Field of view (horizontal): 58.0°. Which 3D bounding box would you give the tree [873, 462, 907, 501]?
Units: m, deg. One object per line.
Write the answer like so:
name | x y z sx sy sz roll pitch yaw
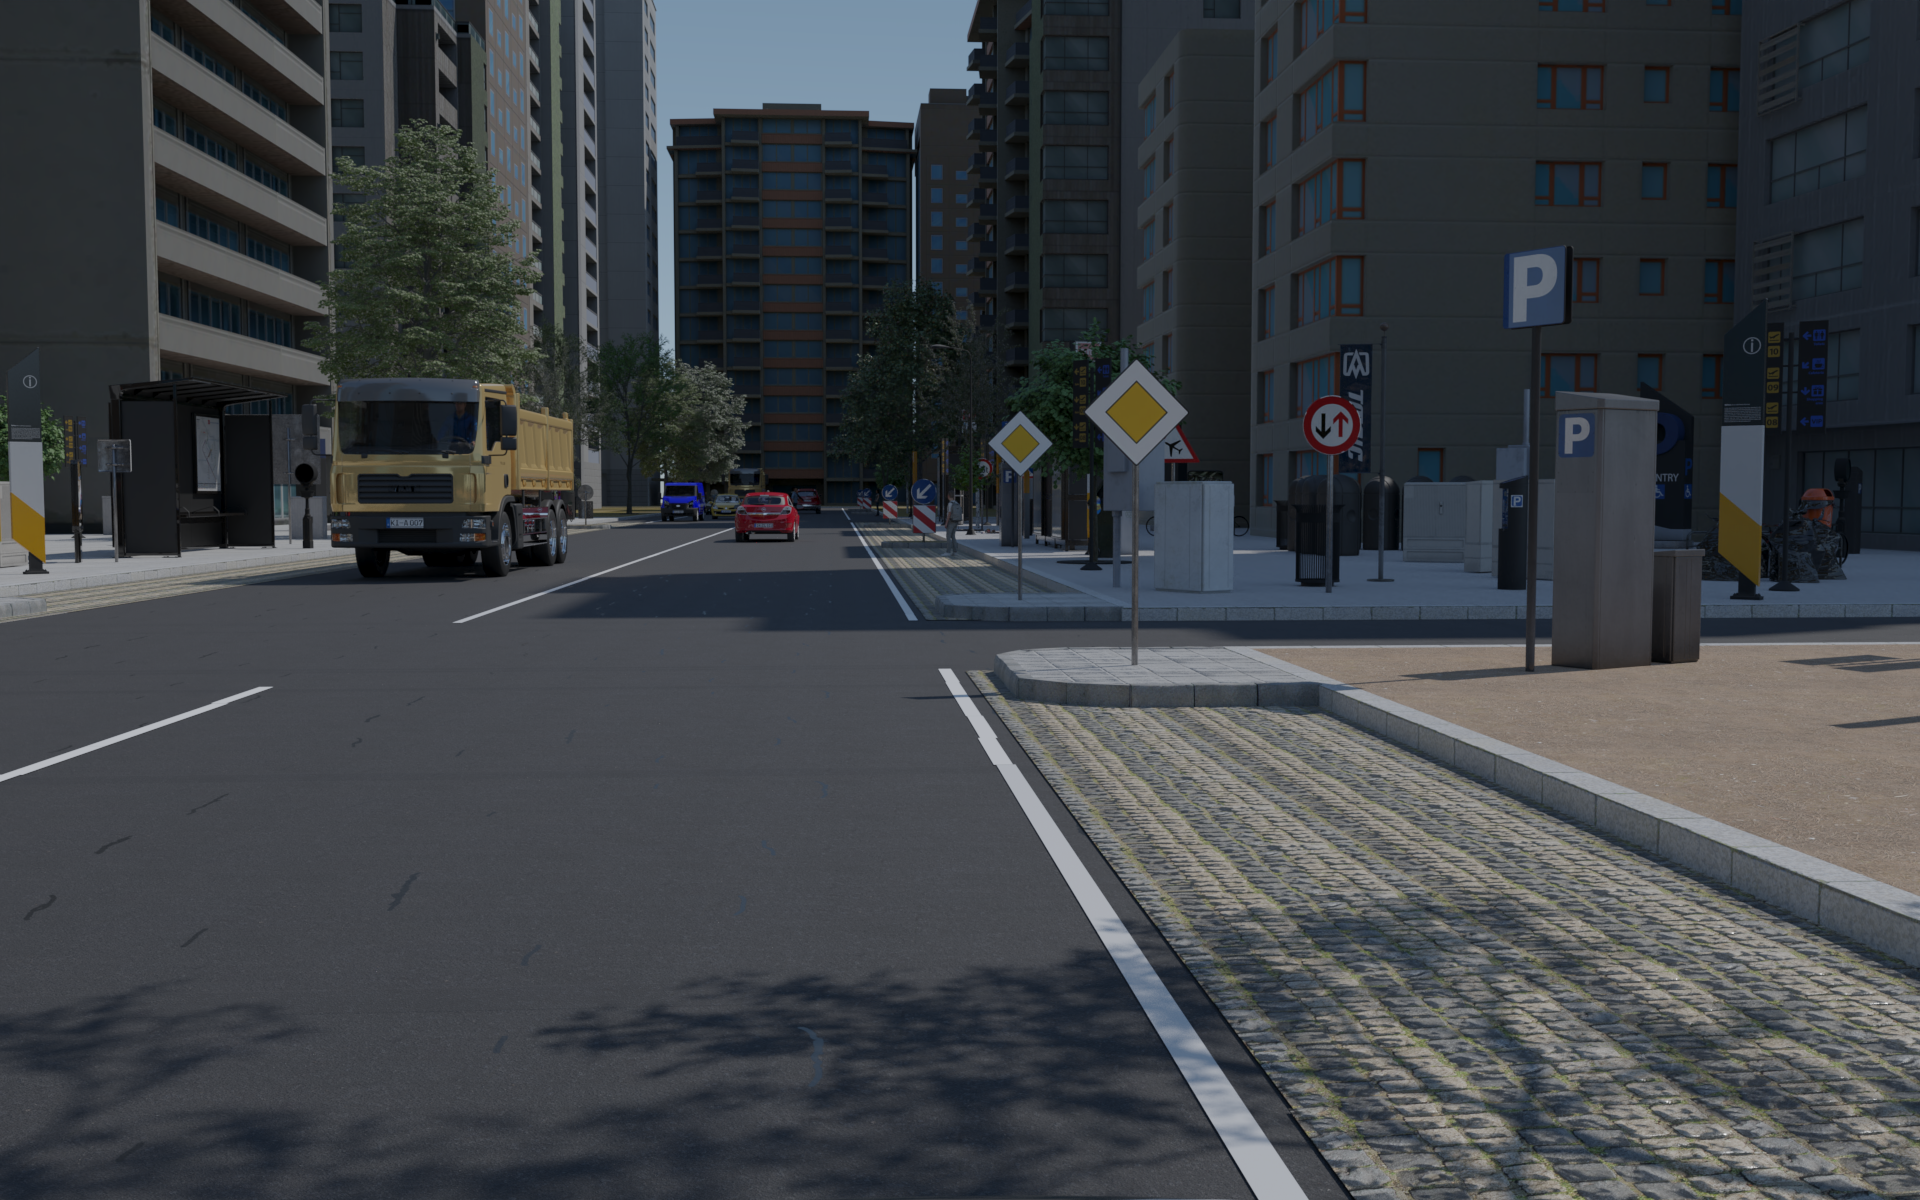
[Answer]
tree | -6.268 -10.526 155.806 4.285 4.588 4.351 0 3 0

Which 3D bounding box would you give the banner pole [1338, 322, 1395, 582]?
banner pole | 5.963 -2.165 25.414 0.863 3.779 0.401 1 4 12

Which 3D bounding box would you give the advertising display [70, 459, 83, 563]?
advertising display | -16.555 -1.668 32.481 0.123 1.923 0.974 -1 4 -23

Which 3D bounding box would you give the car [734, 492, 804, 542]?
car | -5.904 -2.703 53.228 2.155 1.783 4.494 0 4 -3

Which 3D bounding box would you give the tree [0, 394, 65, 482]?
tree | -28.864 -4.225 52.788 4.285 4.588 4.351 0 3 0

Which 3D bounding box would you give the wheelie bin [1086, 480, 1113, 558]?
wheelie bin | 2.929 -1.657 34.995 0.693 1.594 0.980 1 4 9

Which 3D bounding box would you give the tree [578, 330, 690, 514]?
tree | -20.851 -11.230 109.372 9.928 11.665 9.643 0 3 0

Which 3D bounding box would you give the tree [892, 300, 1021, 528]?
tree | 0.516 -6.993 64.694 4.360 8.622 3.978 0 3 0

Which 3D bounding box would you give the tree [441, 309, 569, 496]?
tree | -17.991 -7.088 66.253 4.360 8.622 3.978 0 3 0

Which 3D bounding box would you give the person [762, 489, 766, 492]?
person | -10.883 -5.327 96.527 0.756 1.711 0.436 -1 4 -12

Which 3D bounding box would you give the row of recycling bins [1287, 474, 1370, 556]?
row of recycling bins | 7.795 -1.854 37.419 1.069 1.692 3.534 0 4 -2

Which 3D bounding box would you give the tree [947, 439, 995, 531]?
tree | 0.443 -4.026 60.430 1.663 3.219 1.824 0 3 0

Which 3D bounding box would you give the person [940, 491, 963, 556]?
person | -0.200 -1.763 39.923 0.523 1.515 0.503 0 4 -2

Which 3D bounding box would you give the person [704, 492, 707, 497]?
person | -21.564 -8.290 144.846 0.742 1.727 0.445 -3 4 -37

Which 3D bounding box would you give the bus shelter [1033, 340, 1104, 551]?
bus shelter | 2.838 -3.996 42.971 2.179 5.291 8.768 0 4 -4

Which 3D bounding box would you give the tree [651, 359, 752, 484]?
tree | -24.841 -15.734 163.903 9.857 13.997 8.962 0 3 0

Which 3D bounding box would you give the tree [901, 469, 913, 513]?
tree | -3.104 -7.631 119.366 1.663 3.219 1.824 0 3 0

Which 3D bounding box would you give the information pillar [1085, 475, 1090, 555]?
information pillar | 2.737 -2.761 36.504 0.183 3.616 0.504 0 4 7

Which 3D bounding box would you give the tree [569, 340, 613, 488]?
tree | -18.865 -8.040 81.821 4.360 8.622 3.978 0 3 0

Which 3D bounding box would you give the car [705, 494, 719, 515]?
car | -16.683 -6.752 120.186 2.009 1.686 4.222 0 4 -2

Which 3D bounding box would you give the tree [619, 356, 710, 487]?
tree | -24.612 -13.714 142.357 7.486 12.596 7.792 0 3 0

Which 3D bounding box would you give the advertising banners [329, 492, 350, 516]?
advertising banners | -23.661 -4.332 67.017 0.090 3.025 2.074 1 4 21

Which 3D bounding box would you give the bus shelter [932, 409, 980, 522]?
bus shelter | -0.090 -6.223 79.374 2.179 5.291 8.768 0 4 -4

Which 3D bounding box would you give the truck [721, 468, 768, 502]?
truck | -16.291 -8.344 132.346 3.469 3.379 9.791 0 4 -5

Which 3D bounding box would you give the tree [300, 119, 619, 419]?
tree | -16.055 -8.240 52.858 7.486 12.596 7.792 0 3 0

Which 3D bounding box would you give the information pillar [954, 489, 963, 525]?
information pillar | -0.050 -4.102 71.567 0.304 2.012 0.304 1 4 19

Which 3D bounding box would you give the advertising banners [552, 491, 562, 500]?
advertising banners | -17.762 -4.921 76.643 0.090 3.025 2.074 0 4 0

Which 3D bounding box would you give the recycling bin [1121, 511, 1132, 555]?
recycling bin | 3.416 -1.487 36.860 0.722 1.027 0.722 0 4 2

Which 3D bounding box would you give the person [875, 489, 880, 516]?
person | -5.423 -6.305 112.305 0.721 1.735 1.217 0 4 -7

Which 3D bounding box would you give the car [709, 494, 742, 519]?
car | -13.333 -5.453 99.382 2.015 1.641 3.980 0 4 -5

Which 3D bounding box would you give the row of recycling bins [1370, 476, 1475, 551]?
row of recycling bins | 10.082 -1.980 39.482 3.534 1.692 1.069 2 4 30

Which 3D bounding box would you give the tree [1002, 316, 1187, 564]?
tree | 2.490 -2.965 32.194 4.285 4.588 4.351 0 3 0

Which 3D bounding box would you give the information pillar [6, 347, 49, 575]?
information pillar | -14.866 -2.216 27.588 0.504 3.616 0.183 -3 5 -45

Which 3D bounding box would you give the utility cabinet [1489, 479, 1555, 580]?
utility cabinet | 8.588 -1.067 26.117 0.318 1.500 1.173 -2 4 -30

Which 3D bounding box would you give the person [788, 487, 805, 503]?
person | -9.984 -5.855 103.863 1.348 1.869 0.705 0 4 -6

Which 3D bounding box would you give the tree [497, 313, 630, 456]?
tree | -20.625 -9.511 89.911 7.601 10.594 8.767 0 4 6

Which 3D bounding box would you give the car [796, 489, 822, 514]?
car | -11.165 -7.172 125.938 2.281 1.827 5.304 0 4 -6

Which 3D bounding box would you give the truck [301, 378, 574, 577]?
truck | -9.214 -2.208 32.021 3.469 3.379 9.791 0 4 -3

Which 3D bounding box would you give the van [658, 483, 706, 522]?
van | -14.644 -5.337 91.636 2.240 2.365 5.245 0 4 -3

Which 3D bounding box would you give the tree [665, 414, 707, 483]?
tree | -24.952 -12.571 155.893 4.360 8.622 3.978 0 3 0

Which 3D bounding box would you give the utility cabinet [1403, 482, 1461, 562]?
utility cabinet | 8.936 -1.456 32.484 1.173 1.500 0.318 1 4 22

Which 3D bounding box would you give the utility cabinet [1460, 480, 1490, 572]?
utility cabinet | 8.731 -1.209 28.448 1.173 1.500 0.318 -3 5 -42

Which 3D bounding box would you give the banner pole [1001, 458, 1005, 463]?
banner pole | 1.873 -5.070 72.905 0.401 3.779 0.863 -1 4 -22

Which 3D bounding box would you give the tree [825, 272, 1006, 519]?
tree | -2.211 -10.558 89.631 9.611 12.733 9.660 0 3 0

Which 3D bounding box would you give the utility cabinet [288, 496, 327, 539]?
utility cabinet | -18.609 -2.339 49.405 1.020 1.237 0.306 0 4 5

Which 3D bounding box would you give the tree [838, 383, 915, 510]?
tree | -6.125 -13.234 142.131 9.928 11.665 9.643 0 3 0

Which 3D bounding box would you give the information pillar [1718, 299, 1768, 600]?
information pillar | 9.504 -1.814 21.006 0.504 3.616 0.183 3 4 38

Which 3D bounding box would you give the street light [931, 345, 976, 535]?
street light | -0.202 -4.986 54.056 1.470 5.913 1.316 0 4 -4

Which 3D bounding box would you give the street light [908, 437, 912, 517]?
street light | -3.256 -7.545 95.908 1.470 5.913 1.316 0 4 -4

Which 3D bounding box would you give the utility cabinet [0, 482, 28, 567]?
utility cabinet | -16.763 -1.329 30.401 0.318 1.500 1.173 0 4 -7

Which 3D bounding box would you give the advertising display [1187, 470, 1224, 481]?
advertising display | 6.648 -2.552 46.940 0.974 1.923 0.123 1 4 12

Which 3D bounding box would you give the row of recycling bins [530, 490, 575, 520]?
row of recycling bins | -21.024 -4.845 86.335 3.534 1.692 1.069 -1 4 -18

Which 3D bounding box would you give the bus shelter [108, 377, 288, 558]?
bus shelter | -16.468 -2.847 37.824 1.731 3.624 6.357 0 4 -4

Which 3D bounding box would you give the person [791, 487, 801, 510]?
person | -9.747 -5.762 102.701 0.705 1.826 1.348 1 4 14

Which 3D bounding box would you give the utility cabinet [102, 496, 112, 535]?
utility cabinet | -26.359 -2.641 54.338 1.020 1.237 0.306 1 4 12
